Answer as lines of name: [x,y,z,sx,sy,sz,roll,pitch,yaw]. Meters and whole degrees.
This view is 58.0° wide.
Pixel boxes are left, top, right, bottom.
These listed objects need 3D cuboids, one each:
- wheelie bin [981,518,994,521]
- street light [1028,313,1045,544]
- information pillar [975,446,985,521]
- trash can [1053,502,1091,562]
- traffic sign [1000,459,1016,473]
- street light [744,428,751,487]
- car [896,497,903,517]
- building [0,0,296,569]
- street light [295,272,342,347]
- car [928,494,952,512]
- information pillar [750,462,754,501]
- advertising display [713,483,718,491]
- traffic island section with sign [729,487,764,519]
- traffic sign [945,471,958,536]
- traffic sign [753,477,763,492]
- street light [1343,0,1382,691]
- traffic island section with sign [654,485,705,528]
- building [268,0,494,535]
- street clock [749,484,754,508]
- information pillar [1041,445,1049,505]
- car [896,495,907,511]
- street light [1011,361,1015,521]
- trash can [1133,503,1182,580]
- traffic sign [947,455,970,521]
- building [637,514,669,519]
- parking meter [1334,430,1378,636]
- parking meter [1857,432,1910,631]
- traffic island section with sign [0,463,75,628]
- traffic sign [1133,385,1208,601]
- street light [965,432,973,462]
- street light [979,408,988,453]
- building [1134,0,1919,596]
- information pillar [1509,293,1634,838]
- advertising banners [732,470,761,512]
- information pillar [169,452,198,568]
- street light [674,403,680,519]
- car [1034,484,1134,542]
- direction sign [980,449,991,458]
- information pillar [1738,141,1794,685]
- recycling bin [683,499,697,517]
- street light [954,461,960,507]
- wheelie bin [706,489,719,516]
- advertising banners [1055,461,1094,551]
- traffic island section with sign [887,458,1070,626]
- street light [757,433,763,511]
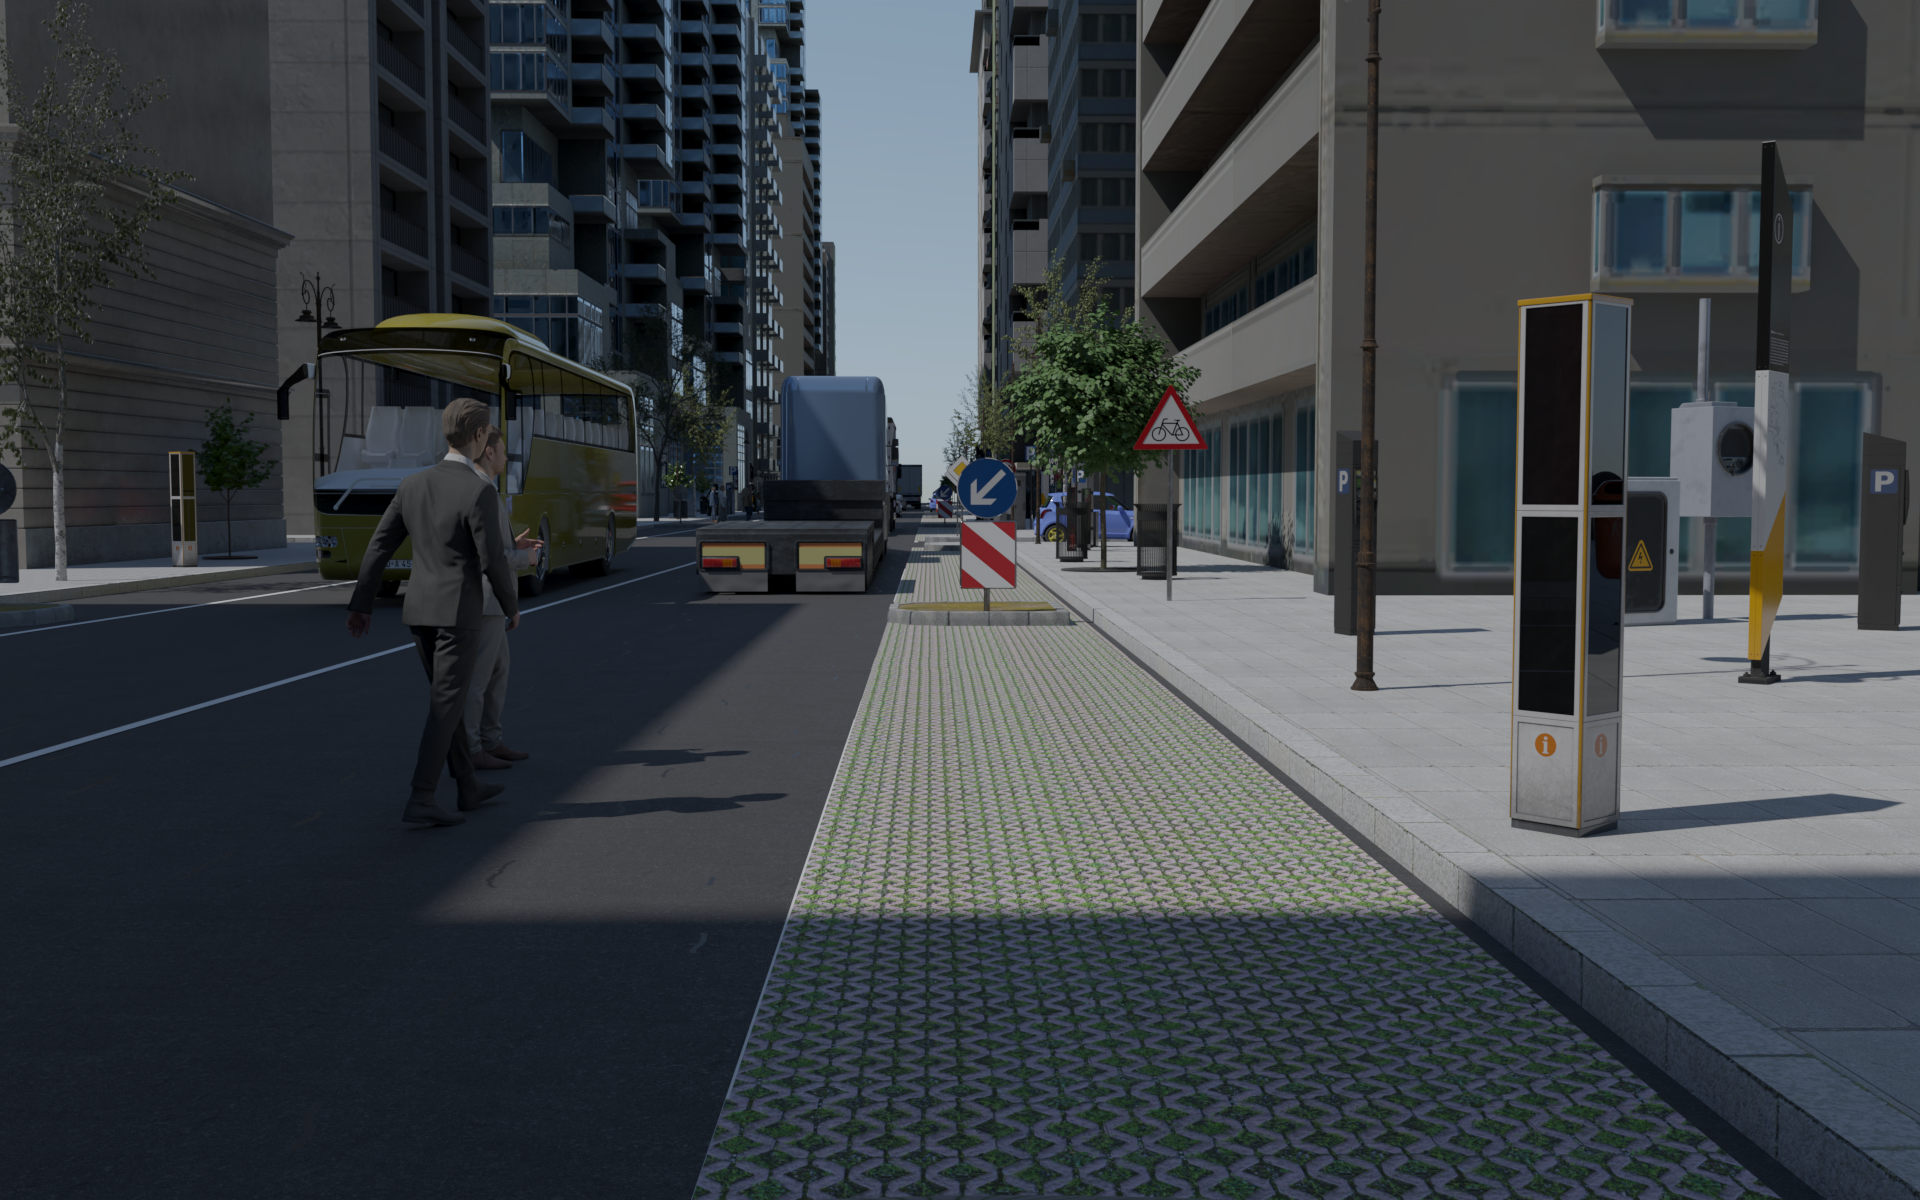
wheelie bin: [1.350,-4.500,81.487,0.980,1.594,0.693,0,4,3]
street light: [2.004,-4.374,44.297,0.468,5.910,1.993,0,4,-1]
information pillar: [0.966,-5.654,83.797,0.504,3.616,0.183,-2,4,-33]
trash can: [2.111,-1.286,32.686,0.748,1.137,0.748,0,3,0]
traffic sign: [1.669,-3.842,62.926,0.768,2.556,0.104,1,4,9]
street light: [-14.896,-9.069,121.071,0.468,5.910,1.993,0,4,-1]
car: [-4.583,-5.829,107.658,2.083,1.381,4.827,0,4,0]
building: [-32.927,-13.219,35.217,34.723,24.649,14.460,0,4,-1]
street light: [-13.345,-3.877,36.178,0.468,5.910,1.993,0,4,-1]
car: [-1.572,-7.853,137.990,1.945,1.707,3.694,0,4,-1]
information pillar: [-15.212,-8.261,126.420,0.183,3.616,0.504,1,4,18]
advertising display: [-14.723,-6.073,104.506,0.123,1.923,0.974,-1,4,-19]
traffic island section with sign: [-12.473,-5.680,101.494,1.989,1.847,2.006,0,4,-1]
traffic sign: [-0.081,-2.997,52.649,0.795,2.450,0.064,0,4,-1]
traffic sign: [-14.691,-7.693,125.894,0.768,2.556,0.104,0,4,0]
street light: [2.651,-2.348,11.171,0.468,5.910,1.993,0,4,-1]
traffic island section with sign: [-12.030,-4.031,74.543,1.989,1.847,2.006,0,4,-1]
building: [-26.332,-38.155,62.091,20.563,71.187,20.611,0,4,-1]
street clock: [-14.781,-7.228,122.753,0.358,2.002,0.471,-2,4,-33]
information pillar: [3.170,-4.465,64.350,0.183,3.616,0.504,2,4,29]
car: [-5.641,-8.452,150.558,2.083,1.381,4.827,0,4,1]
street light: [1.831,-5.342,60.126,0.468,5.910,1.993,0,4,-1]
trash can: [2.959,-0.878,26.006,0.748,1.137,0.748,0,3,0]
traffic sign: [0.055,-2.509,44.665,0.795,2.450,0.064,0,4,-1]
building: [-28.264,-48.359,103.335,22.319,86.520,31.000,0,4,-1]
parking meter: [3.606,-0.615,15.767,0.255,1.863,0.399,-1,4,-15]
parking meter: [8.705,-0.648,16.311,0.399,1.863,0.255,2,4,29]
traffic island section with sign: [-11.086,-0.649,19.243,1.989,1.847,2.006,0,4,-1]
traffic sign: [2.511,-1.267,20.714,0.884,2.594,0.081,0,4,2]
street light: [0.828,-9.387,126.262,0.468,5.910,1.993,0,4,-1]
street light: [1.251,-7.364,93.193,0.468,5.910,1.993,0,4,-1]
building: [15.118,-24.913,31.036,21.300,48.544,21.600,0,4,-1]
information pillar: [2.320,-0.128,6.588,0.304,2.012,0.304,-3,5,-40]
advertising banners: [-15.240,-7.775,123.308,2.074,3.025,0.090,0,4,0]
information pillar: [-13.605,-1.581,30.348,0.304,2.012,0.304,2,4,28]
street light: [-14.258,-7.007,87.349,0.468,5.910,1.993,0,4,-1]
car: [3.900,-2.363,48.221,3.694,1.707,1.945,0,4,-1]
direction sign: [1.231,-5.840,87.485,0.876,3.537,0.379,-3,5,-39]
information pillar: [5.510,-1.249,11.770,0.183,3.616,0.504,3,5,40]
recycling bin: [-15.239,-5.203,97.629,0.722,1.027,0.722,0,4,-4]
street light: [-0.068,-12.118,170.910,0.468,5.910,1.993,0,4,-1]
wheelie bin: [-14.319,-5.670,100.614,0.693,1.594,0.980,1,4,13]
advertising banners: [2.534,-2.613,38.916,0.090,3.025,2.074,2,4,29]
traffic island section with sign: [0.180,-0.672,19.616,1.989,1.847,2.006,0,4,-1]
street light: [-14.909,-9.564,129.157,0.468,5.910,1.993,0,4,-1]
